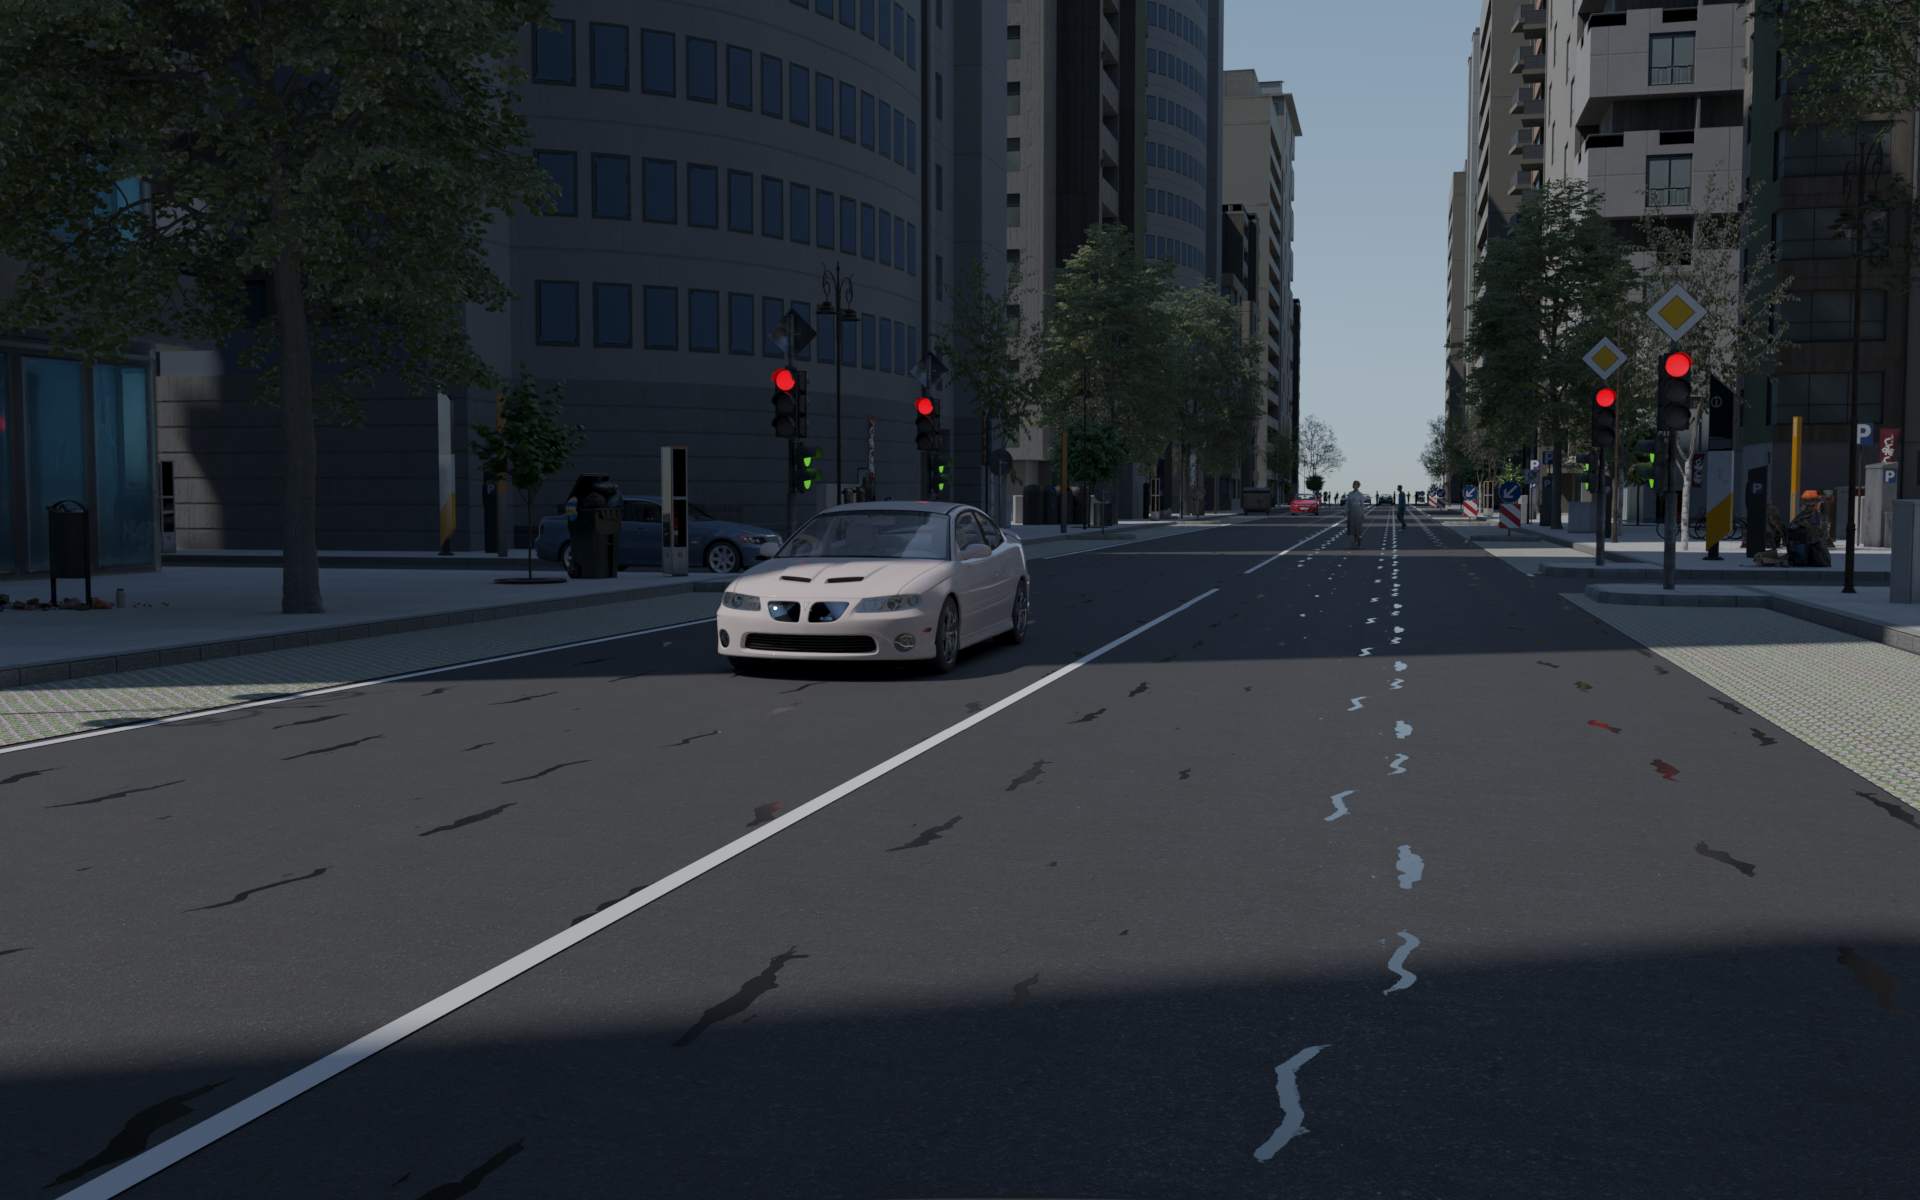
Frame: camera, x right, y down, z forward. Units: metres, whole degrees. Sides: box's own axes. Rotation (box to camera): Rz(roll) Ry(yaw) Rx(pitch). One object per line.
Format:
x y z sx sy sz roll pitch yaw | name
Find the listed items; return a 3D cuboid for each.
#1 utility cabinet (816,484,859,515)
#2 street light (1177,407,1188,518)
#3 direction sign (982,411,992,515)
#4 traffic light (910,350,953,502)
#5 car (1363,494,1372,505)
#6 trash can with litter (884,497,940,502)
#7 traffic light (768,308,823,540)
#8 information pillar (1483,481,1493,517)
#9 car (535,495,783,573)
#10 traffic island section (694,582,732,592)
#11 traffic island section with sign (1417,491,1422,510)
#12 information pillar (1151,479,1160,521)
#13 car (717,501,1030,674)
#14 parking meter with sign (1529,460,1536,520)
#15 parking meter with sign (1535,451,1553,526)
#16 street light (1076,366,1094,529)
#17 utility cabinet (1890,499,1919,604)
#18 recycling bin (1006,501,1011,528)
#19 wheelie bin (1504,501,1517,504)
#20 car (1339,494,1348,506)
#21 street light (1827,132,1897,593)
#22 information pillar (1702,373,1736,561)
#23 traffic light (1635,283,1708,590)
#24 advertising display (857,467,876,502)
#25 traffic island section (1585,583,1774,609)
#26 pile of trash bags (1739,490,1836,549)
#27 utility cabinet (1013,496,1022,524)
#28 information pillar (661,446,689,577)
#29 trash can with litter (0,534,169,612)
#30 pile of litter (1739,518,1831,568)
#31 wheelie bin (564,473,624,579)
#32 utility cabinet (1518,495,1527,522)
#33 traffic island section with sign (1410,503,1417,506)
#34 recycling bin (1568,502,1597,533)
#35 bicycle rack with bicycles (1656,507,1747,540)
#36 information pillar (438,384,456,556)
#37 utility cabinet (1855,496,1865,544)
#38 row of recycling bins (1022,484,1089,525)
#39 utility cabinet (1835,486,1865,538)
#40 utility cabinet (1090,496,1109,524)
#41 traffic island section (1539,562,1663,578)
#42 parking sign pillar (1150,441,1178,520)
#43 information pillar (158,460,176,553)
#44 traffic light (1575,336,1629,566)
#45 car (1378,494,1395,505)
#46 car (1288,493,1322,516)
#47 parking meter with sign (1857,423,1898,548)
-2.707 -1.811 38.287 0.318 1.500 1.173 2 4 35 | utility cabinet
11.692 -7.238 91.124 0.468 5.910 1.993 1 4 14 | street light
0.736 -3.410 47.752 0.379 3.537 0.876 1 4 17 | direction sign
-0.593 -2.752 33.914 0.839 4.253 0.868 1 4 14 | traffic light
55.590 -13.835 237.994 2.131 1.459 4.920 1 4 14 | car
-0.941 -2.208 47.160 1.678 1.210 2.233 2 4 24 | trash can with litter
-2.528 -2.278 26.166 0.839 4.253 0.868 1 4 14 | traffic light
30.458 -5.849 100.130 0.304 2.012 0.304 2 4 29 | information pillar
-5.353 -1.168 31.095 4.499 1.417 2.014 1 4 14 | car
-2.565 -0.246 26.310 2.009 0.180 2.903 1 4 14 | traffic island section
41.842 -8.881 153.834 1.989 1.847 2.006 1 4 14 | traffic island section with sign
9.231 -4.734 81.900 0.304 2.012 0.304 3 5 45 | information pillar
-0.613 -0.191 15.481 2.083 1.381 4.827 1 4 14 | car
28.904 -5.575 87.412 0.543 3.016 1.738 2 4 23 | parking meter with sign
23.606 -4.486 69.612 0.543 3.016 1.738 2 4 23 | parking meter with sign
4.518 -5.494 62.620 0.468 5.910 1.993 1 4 14 | street light
11.505 -0.575 20.560 1.020 1.237 0.306 -2 4 -27 | utility cabinet
1.447 -3.214 65.099 0.722 1.027 0.722 -2 4 -32 | recycling bin
32.813 -5.824 103.134 0.980 1.594 0.693 -3 5 -44 | wheelie bin
47.169 -12.288 210.694 2.009 1.686 4.222 1 4 15 | car
11.540 -3.029 22.308 0.468 5.910 1.993 1 4 14 | street light
14.661 -2.572 33.413 0.183 3.616 0.504 -3 5 -41 | information pillar
9.518 -2.096 23.184 0.839 4.253 0.868 1 4 14 | traffic light
-2.267 -2.246 41.937 0.123 1.923 0.974 -1 4 -23 | advertising display
9.554 -0.062 23.289 2.009 0.180 2.903 1 4 14 | traffic island section
20.186 -1.963 41.850 1.912 1.369 3.447 3 5 39 | pile of trash bags
2.837 -3.928 75.383 1.020 1.237 0.306 -1 4 -20 | utility cabinet
-4.434 -1.373 26.935 0.304 2.012 0.304 -3 5 -40 | information pillar
-10.286 -0.522 19.591 2.233 1.210 1.678 1 4 19 | trash can with litter
14.608 -1.018 30.610 1.719 0.858 1.176 0 4 3 | pile of litter
-5.544 -1.132 26.420 0.693 1.594 0.980 2 4 30 | wheelie bin
25.548 -4.126 78.623 0.306 1.237 1.020 1 4 10 | utility cabinet
55.204 -12.150 207.271 1.989 1.847 2.006 1 4 14 | traffic island section with sign
20.478 -2.716 56.962 0.722 1.027 0.722 3 5 42 | recycling bin
21.428 -2.179 49.012 2.925 0.926 2.852 2 4 30 | bicycle rack with bicycles
-10.675 -2.731 36.002 0.504 3.616 0.183 3 5 43 | information pillar
23.553 -2.061 44.860 1.020 1.237 0.306 -2 4 -28 | utility cabinet
3.984 -4.017 72.784 3.534 1.692 1.069 -3 5 -42 | row of recycling bins
25.249 -2.478 49.198 0.318 1.500 1.173 0 4 0 | utility cabinet
6.008 -3.935 75.500 1.020 1.237 0.306 -2 4 -32 | utility cabinet
11.490 -0.536 31.037 2.009 0.180 2.903 1 4 14 | traffic island section
10.343 -6.068 87.681 1.447 3.967 1.447 2 4 25 | parking sign pillar
-17.215 -2.020 37.524 0.304 2.012 0.304 3 5 43 | information pillar
11.454 -2.569 30.932 0.839 4.253 0.868 1 4 14 | traffic light
54.633 -12.863 222.114 2.131 1.459 4.920 1 4 16 | car
22.949 -6.492 115.189 2.155 1.783 4.494 1 4 12 | car
22.143 -2.777 41.665 0.543 3.016 1.738 0 4 -4 | parking meter with sign
